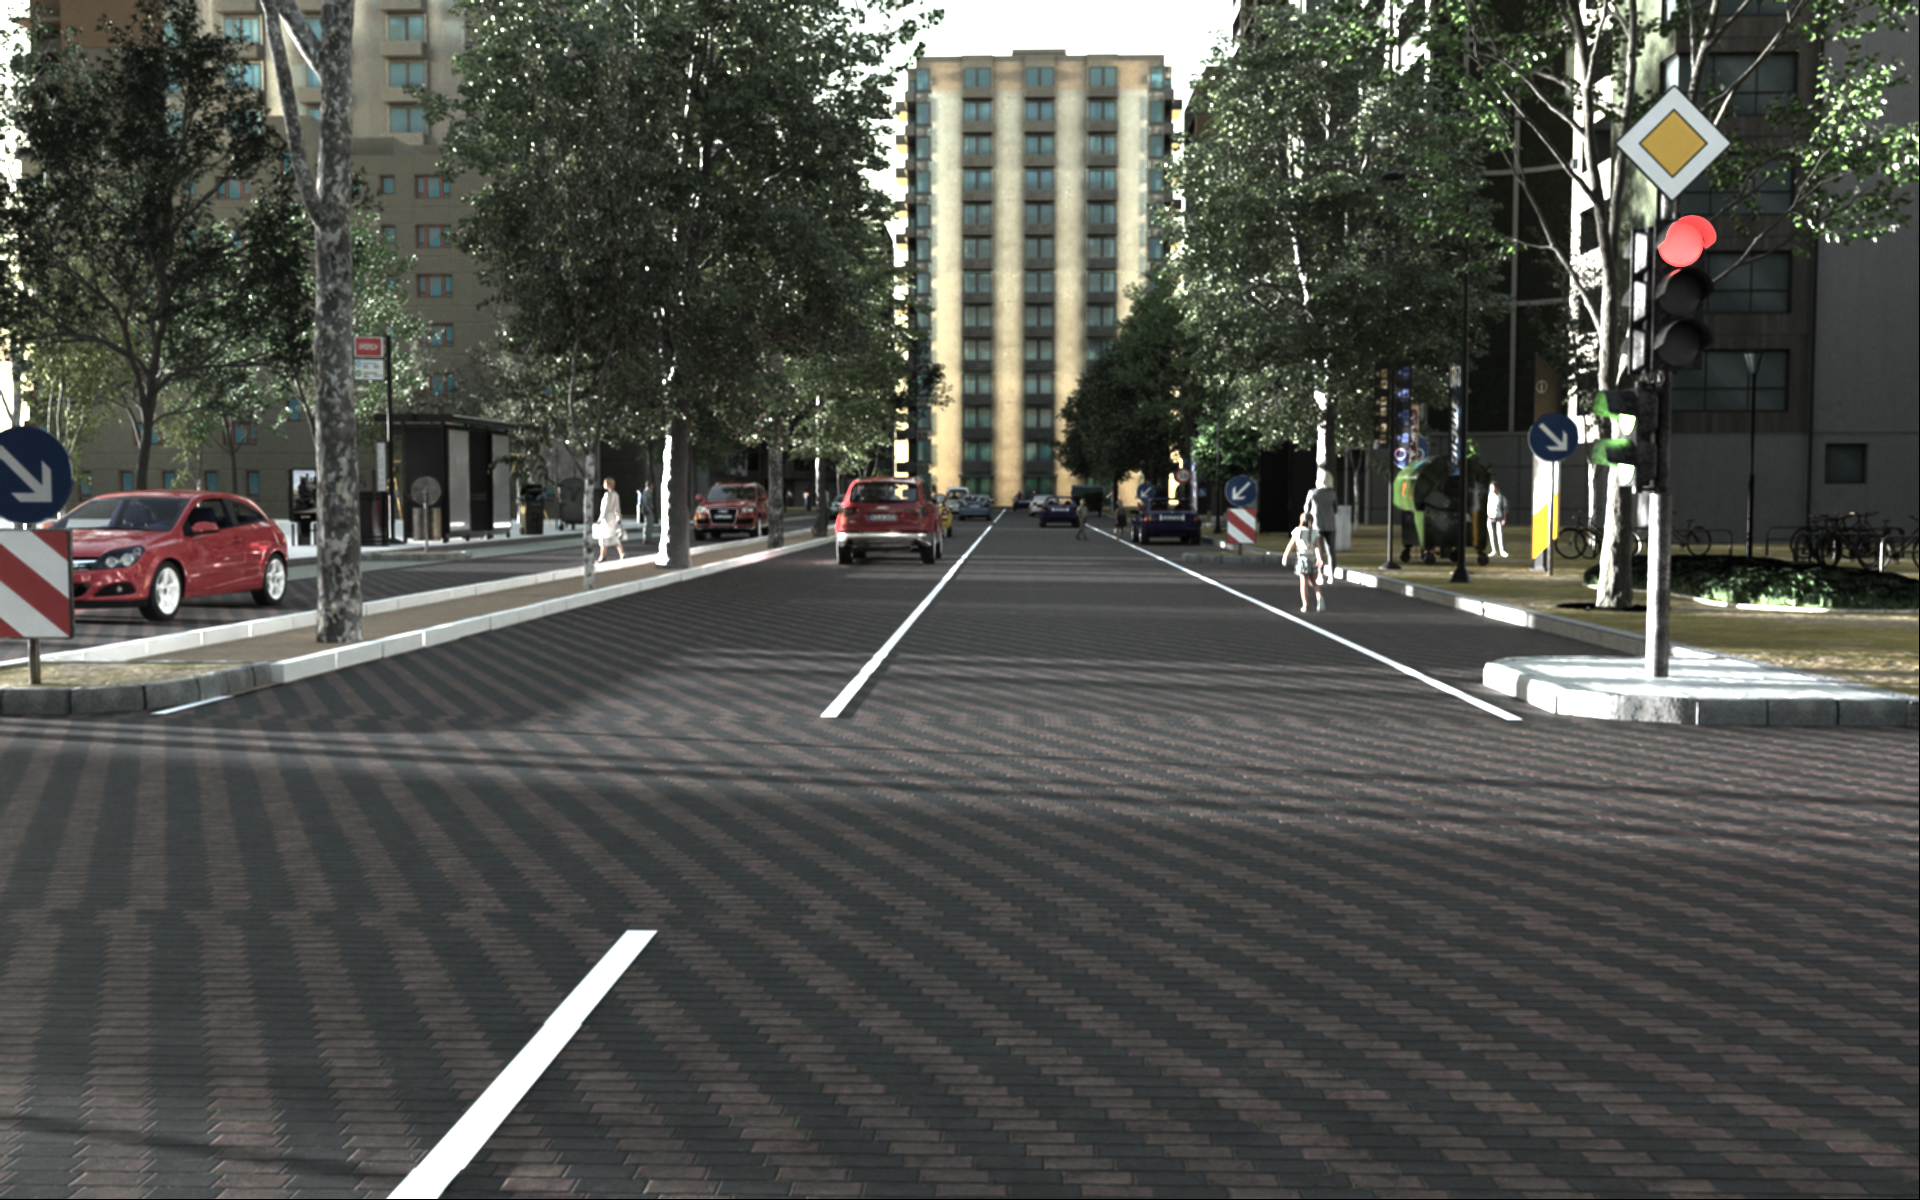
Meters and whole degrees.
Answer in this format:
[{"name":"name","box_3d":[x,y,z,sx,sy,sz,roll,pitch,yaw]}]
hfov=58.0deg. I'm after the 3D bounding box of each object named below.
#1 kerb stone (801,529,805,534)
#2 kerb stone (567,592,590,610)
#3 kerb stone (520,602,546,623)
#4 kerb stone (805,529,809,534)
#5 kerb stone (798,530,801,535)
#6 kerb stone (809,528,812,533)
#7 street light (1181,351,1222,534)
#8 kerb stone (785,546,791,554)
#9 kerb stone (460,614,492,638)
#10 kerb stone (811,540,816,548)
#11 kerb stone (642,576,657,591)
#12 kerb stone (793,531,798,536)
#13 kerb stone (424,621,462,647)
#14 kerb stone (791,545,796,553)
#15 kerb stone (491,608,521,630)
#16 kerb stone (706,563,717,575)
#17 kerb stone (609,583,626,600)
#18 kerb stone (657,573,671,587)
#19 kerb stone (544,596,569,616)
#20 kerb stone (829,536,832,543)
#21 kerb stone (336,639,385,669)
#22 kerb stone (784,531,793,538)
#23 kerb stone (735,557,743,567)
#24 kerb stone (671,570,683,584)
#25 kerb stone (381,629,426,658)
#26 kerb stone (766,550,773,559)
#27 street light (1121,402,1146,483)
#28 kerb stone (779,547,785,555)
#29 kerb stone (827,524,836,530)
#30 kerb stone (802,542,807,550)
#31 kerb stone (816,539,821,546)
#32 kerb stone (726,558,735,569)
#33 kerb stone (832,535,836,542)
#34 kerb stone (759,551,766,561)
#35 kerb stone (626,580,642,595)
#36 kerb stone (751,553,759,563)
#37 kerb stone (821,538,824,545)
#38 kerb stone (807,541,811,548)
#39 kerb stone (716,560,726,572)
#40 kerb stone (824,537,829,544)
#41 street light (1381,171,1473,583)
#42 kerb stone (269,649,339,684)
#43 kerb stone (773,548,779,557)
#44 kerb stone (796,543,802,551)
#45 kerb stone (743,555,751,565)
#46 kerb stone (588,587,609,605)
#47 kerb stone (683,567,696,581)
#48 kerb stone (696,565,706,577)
[{"name":"kerb stone","box_3d":[-5.662,-2.362,60.813,0.120,0.150,1.000,0,4,2]},{"name":"kerb stone","box_3d":[-4.870,0.025,21.784,0.120,0.150,1.000,0,4,2]},{"name":"kerb stone","box_3d":[-4.938,0.157,19.722,0.120,0.150,1.000,0,4,2]},{"name":"kerb stone","box_3d":[-5.618,-2.420,61.835,0.120,0.150,1.000,0,4,2]},{"name":"kerb stone","box_3d":[-5.691,-2.299,59.791,0.120,0.150,1.000,0,4,2]},{"name":"kerb stone","box_3d":[-5.590,-2.487,62.861,0.120,0.150,1.000,0,4,2]},{"name":"street light","box_3d":[7.868,-5.124,56.325,1.470,5.913,1.316,0,4,2]},{"name":"kerb stone","box_3d":[-4.215,-1.165,41.245,0.120,0.150,1.000,0,4,2]},{"name":"kerb stone","box_3d":[-5.013,0.278,17.675,0.120,0.150,1.000,0,4,2]},{"name":"kerb stone","box_3d":[-4.042,-1.478,46.359,0.120,0.150,1.000,0,4,2]},{"name":"kerb stone","box_3d":[-4.729,-0.223,25.898,0.120,0.150,1.000,0,4,2]},{"name":"kerb stone","box_3d":[-5.720,-2.237,58.768,0.120,0.150,1.000,0,4,2]},{"name":"kerb stone","box_3d":[-5.034,0.339,16.650,0.120,0.150,1.000,0,4,2]},{"name":"kerb stone","box_3d":[-4.178,-1.227,42.267,0.120,0.150,1.000,0,4,2]},{"name":"kerb stone","box_3d":[-4.969,0.214,18.700,0.120,0.150,1.000,0,4,2]},{"name":"kerb stone","box_3d":[-4.551,-0.537,31.022,0.120,0.150,1.000,0,4,2]},{"name":"kerb stone","box_3d":[-4.804,-0.101,23.839,0.120,0.150,1.000,0,4,2]},{"name":"kerb stone","box_3d":[-4.696,-0.283,26.925,0.120,0.150,1.000,0,4,2]},{"name":"kerb stone","box_3d":[-4.907,0.088,20.757,0.120,0.150,1.000,0,4,2]},{"name":"kerb stone","box_3d":[-3.905,-1.729,50.457,0.120,0.150,1.000,0,4,2]},{"name":"kerb stone","box_3d":[-5.115,0.465,14.598,0.120,0.150,1.000,0,4,2]},{"name":"kerb stone","box_3d":[-5.767,-2.174,57.746,0.120,0.150,1.000,0,4,2]},{"name":"kerb stone","box_3d":[-4.458,-0.725,34.094,0.120,0.150,1.000,0,4,2]},{"name":"kerb stone","box_3d":[-4.668,-0.350,27.948,0.120,0.150,1.000,0,4,2]},{"name":"kerb stone","box_3d":[-5.074,0.402,15.619,0.120,0.150,1.000,0,4,2]},{"name":"kerb stone","box_3d":[-4.312,-0.974,38.180,0.120,0.150,1.000,0,4,2]},{"name":"street light","box_3d":[8.774,-7.009,87.137,1.470,5.913,1.316,0,4,2]},{"name":"kerb stone","box_3d":[-4.253,-1.100,40.224,0.120,0.150,1.000,0,4,2]},{"name":"kerb stone","box_3d":[-5.306,-2.989,71.061,0.120,0.150,1.000,0,4,2]},{"name":"kerb stone","box_3d":[-4.110,-1.351,44.314,0.120,0.150,1.000,0,4,2]},{"name":"kerb stone","box_3d":[-4.000,-1.540,47.381,0.120,0.150,1.000,0,4,2]},{"name":"kerb stone","box_3d":[-4.494,-0.665,33.068,0.120,0.150,1.000,0,4,2]},{"name":"kerb stone","box_3d":[-3.867,-1.782,51.483,0.120,0.150,1.000,0,4,2]},{"name":"kerb stone","box_3d":[-4.351,-0.911,37.159,0.120,0.150,1.000,0,4,2]},{"name":"kerb stone","box_3d":[-4.771,-0.162,24.867,0.120,0.150,1.000,0,4,2]},{"name":"kerb stone","box_3d":[-4.383,-0.853,36.137,0.120,0.150,1.000,0,4,2]},{"name":"kerb stone","box_3d":[-3.979,-1.603,48.403,0.120,0.150,1.000,0,4,2]},{"name":"kerb stone","box_3d":[-4.083,-1.415,45.335,0.120,0.150,1.000,0,4,2]},{"name":"kerb stone","box_3d":[-4.521,-0.602,32.044,0.120,0.150,1.000,0,4,2]},{"name":"kerb stone","box_3d":[-3.932,-1.666,49.435,0.120,0.150,1.000,0,4,2]},{"name":"street light","box_3d":[6.756,-3.213,25.073,1.470,5.913,1.316,0,4,2]},{"name":"kerb stone","box_3d":[-5.147,0.527,13.574,0.120,0.150,1.000,0,4,2]},{"name":"kerb stone","box_3d":[-4.286,-1.040,39.202,0.120,0.150,1.000,0,4,2]},{"name":"kerb stone","box_3d":[-4.143,-1.290,43.291,0.120,0.150,1.000,0,4,2]},{"name":"kerb stone","box_3d":[-4.422,-0.784,35.115,0.120,0.150,1.000,0,4,2]},{"name":"kerb stone","box_3d":[-4.835,-0.038,22.817,0.120,0.150,1.000,0,4,2]},{"name":"kerb stone","box_3d":[-4.616,-0.415,28.978,0.120,0.150,1.000,0,4,2]},{"name":"kerb stone","box_3d":[-4.593,-0.477,30.001,0.120,0.150,1.000,0,4,2]}]
